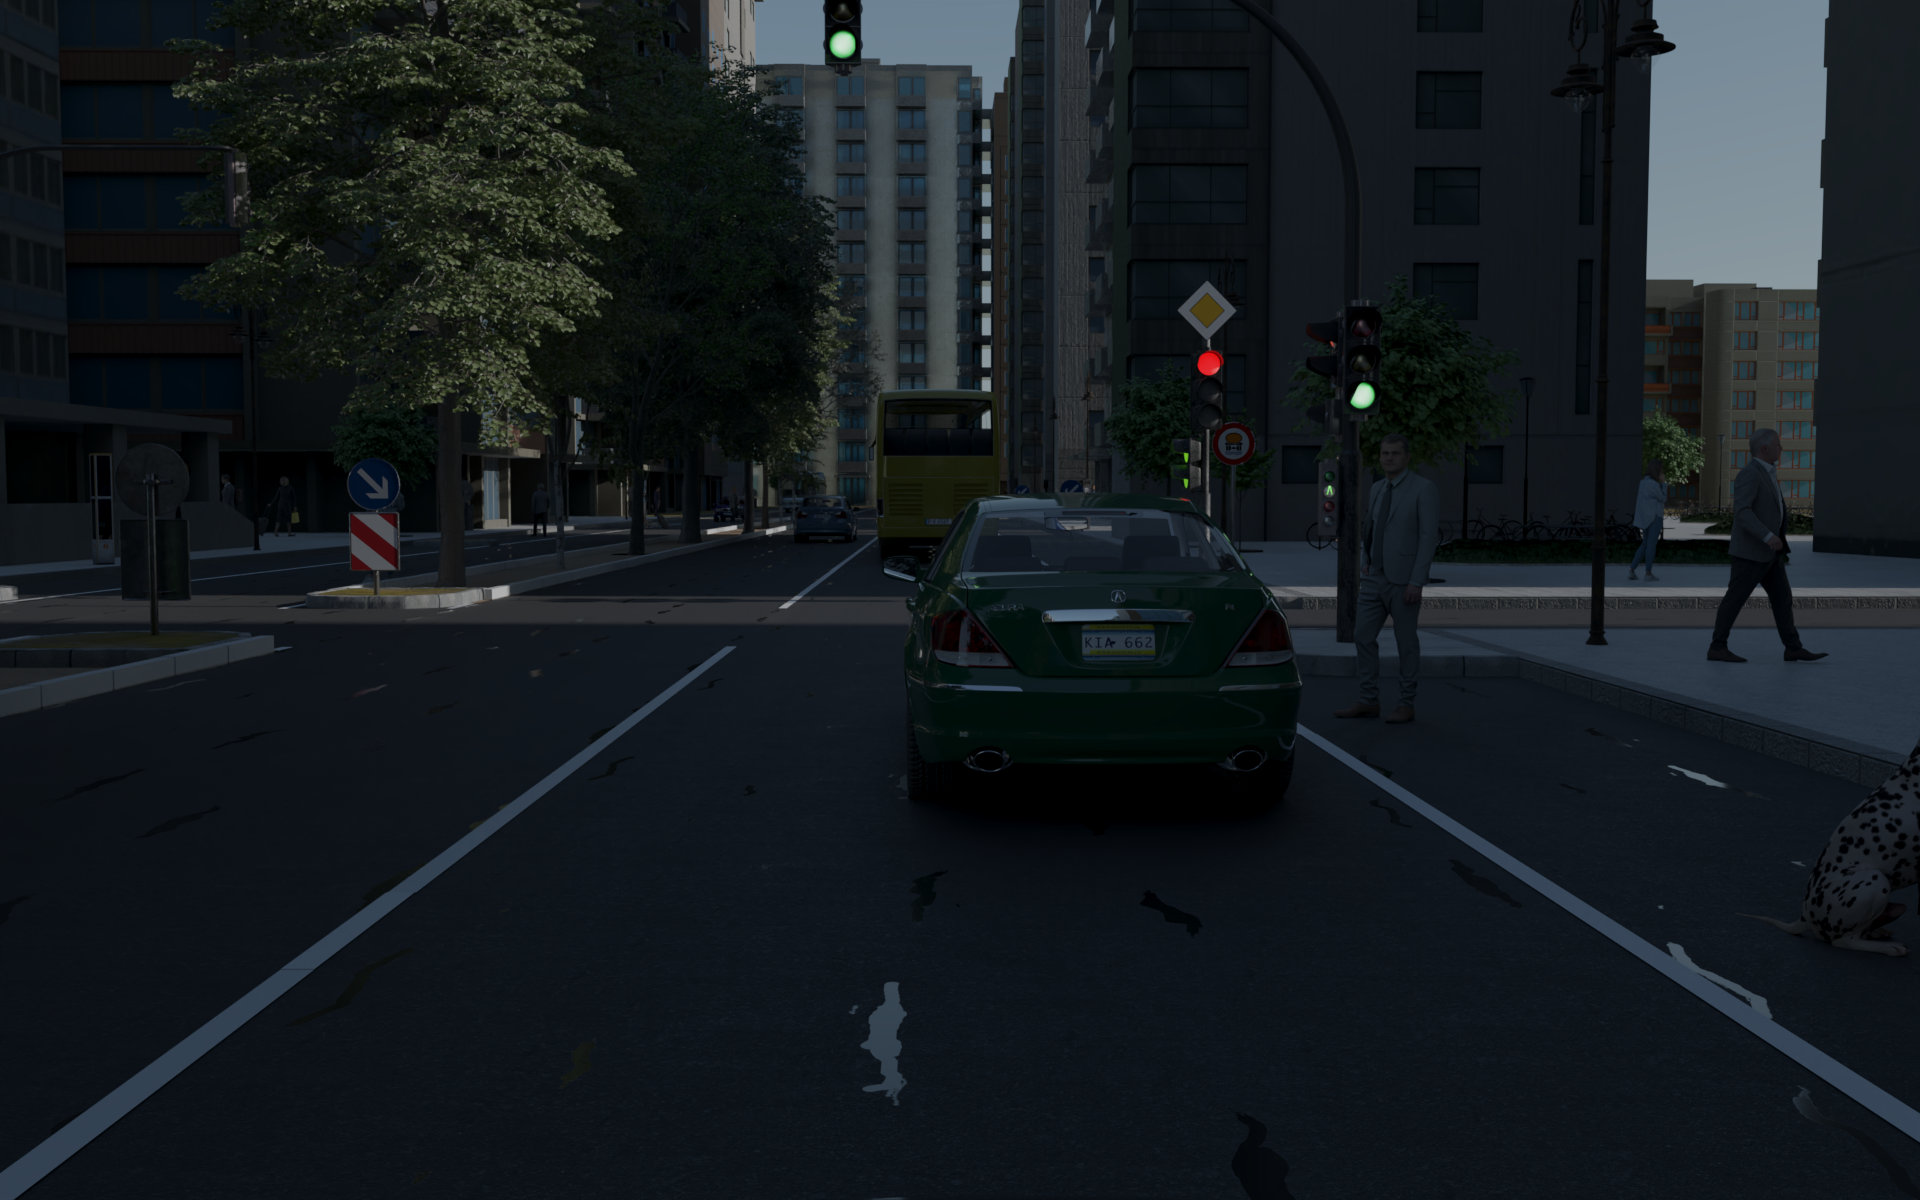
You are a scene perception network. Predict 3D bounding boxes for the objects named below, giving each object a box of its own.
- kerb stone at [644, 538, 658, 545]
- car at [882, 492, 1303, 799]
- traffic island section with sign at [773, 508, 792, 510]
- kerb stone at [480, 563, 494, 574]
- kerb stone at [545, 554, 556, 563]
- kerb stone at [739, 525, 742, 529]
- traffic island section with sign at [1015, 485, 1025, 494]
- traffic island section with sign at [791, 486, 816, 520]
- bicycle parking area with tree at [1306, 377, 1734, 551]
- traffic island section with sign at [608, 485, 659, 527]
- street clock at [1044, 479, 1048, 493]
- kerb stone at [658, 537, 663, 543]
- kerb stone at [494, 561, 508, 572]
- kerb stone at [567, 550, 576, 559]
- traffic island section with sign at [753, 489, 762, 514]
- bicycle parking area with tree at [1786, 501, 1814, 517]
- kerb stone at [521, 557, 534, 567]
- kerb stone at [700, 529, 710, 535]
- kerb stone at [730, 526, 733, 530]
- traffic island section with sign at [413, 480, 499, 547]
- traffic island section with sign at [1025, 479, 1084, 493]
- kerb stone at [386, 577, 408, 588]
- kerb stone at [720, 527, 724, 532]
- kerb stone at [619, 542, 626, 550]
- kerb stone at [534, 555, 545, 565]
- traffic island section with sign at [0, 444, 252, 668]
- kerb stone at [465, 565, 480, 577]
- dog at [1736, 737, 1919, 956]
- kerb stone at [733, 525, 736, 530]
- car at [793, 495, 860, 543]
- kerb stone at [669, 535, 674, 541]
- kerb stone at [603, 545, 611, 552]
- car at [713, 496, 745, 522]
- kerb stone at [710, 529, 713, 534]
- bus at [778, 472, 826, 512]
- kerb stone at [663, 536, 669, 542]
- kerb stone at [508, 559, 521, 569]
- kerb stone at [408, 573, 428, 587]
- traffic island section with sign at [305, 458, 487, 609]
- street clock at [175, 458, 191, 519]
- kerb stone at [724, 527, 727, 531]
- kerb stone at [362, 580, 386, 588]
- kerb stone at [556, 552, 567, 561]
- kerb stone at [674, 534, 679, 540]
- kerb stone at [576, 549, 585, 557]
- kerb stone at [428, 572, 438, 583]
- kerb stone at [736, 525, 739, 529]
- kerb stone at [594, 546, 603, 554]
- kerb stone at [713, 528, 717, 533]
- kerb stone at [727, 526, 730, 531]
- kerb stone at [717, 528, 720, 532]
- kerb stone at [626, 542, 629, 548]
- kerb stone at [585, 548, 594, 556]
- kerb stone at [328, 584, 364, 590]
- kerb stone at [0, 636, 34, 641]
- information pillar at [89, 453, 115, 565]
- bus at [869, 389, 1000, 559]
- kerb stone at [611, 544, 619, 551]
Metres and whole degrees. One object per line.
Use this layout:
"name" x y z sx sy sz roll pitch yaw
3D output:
"kerb stone" -8.850 -1.672 49.527 0.120 0.150 1.000 0 4 -1
"car" 0.620 0.135 9.594 2.131 1.459 4.920 0 4 -1
"traffic island section with sign" -15.367 -8.791 152.361 1.989 1.847 2.006 0 4 -1
"kerb stone" -8.597 -0.543 31.073 0.120 0.150 1.000 0 4 -1
"kerb stone" -8.670 -0.855 36.214 0.120 0.150 1.000 0 4 -1
"kerb stone" -9.161 -2.984 71.051 0.120 0.150 1.000 0 4 -1
"traffic island section with sign" 2.549 -4.044 74.741 1.989 1.847 2.006 0 4 -1
"traffic island section with sign" -8.474 -5.476 97.666 2.006 1.907 1.989 0 4 -1
"bicycle parking area with tree" 12.478 -3.280 40.625 8.231 4.147 9.016 -3 5 -44
"traffic island section with sign" -14.292 -4.119 75.965 1.989 1.847 2.006 0 4 -1
"street clock" 4.263 -4.977 85.941 0.358 2.002 0.471 0 4 1
"kerb stone" -8.869 -1.734 50.553 0.120 0.150 1.000 0 4 -1
"kerb stone" -8.616 -0.605 32.095 0.120 0.150 1.000 0 4 -1
"kerb stone" -8.701 -0.982 38.258 0.120 0.150 1.000 0 4 -1
"traffic island section with sign" -14.979 -7.143 125.409 1.989 1.847 2.006 0 4 -1
"bicycle parking area with tree" 38.613 -6.021 85.442 8.231 4.147 9.016 -2 4 -33
"kerb stone" -8.635 -0.728 34.163 0.120 0.150 1.000 0 4 -1
"kerb stone" -9.008 -2.361 60.799 0.120 0.150 1.000 0 4 -1
"kerb stone" -9.113 -2.795 67.974 0.120 0.150 1.000 0 4 -1
"traffic island section with sign" -13.898 -2.408 47.995 1.989 1.847 2.006 0 4 -1
"traffic island section with sign" 2.914 -2.395 47.788 1.989 1.847 2.006 0 4 -1
"kerb stone" -8.520 -0.230 25.953 0.120 0.150 1.000 0 4 -1
"kerb stone" -9.064 -2.612 64.902 0.120 0.150 1.000 0 4 -1
"kerb stone" -8.777 -1.357 44.404 0.120 0.150 1.000 0 4 -1
"kerb stone" -8.657 -0.791 35.185 0.120 0.150 1.000 0 4 -1
"traffic island section with sign" -7.318 -0.428 15.128 2.006 1.907 1.989 0 4 -1
"kerb stone" -8.573 -0.479 30.048 0.120 0.150 1.000 0 4 -1
"dog" 2.922 0.687 5.609 0.513 0.831 0.800 -3 5 -41
"kerb stone" -9.125 -2.863 69.007 0.120 0.150 1.000 0 4 -1
"car" -4.053 -2.474 52.448 2.014 1.417 4.499 0 4 -1
"kerb stone" -8.897 -1.855 52.607 0.120 0.150 1.000 0 4 -1
"kerb stone" -8.751 -1.227 42.353 0.120 0.150 1.000 0 4 -1
"car" -11.715 -4.714 89.655 1.945 1.354 3.894 0 3 0
"kerb stone" -9.022 -2.424 61.825 0.120 0.150 1.000 0 4 -1
"bus" -12.402 -8.736 137.694 2.948 3.499 13.247 0 4 0
"kerb stone" -8.881 -1.795 51.582 0.120 0.150 1.000 0 4 -1
"kerb stone" -8.627 -0.668 33.125 0.120 0.150 1.000 0 4 -1
"kerb stone" -8.536 -0.288 26.980 0.120 0.150 1.000 0 4 -1
"traffic island section with sign" -7.412 -0.881 22.535 2.006 1.907 1.989 0 4 -1
"street clock" -15.657 -1.842 34.691 0.358 2.002 0.471 1 4 22
"kerb stone" -9.091 -2.675 65.924 0.120 0.150 1.000 0 4 -1
"kerb stone" -8.512 -0.167 24.931 0.120 0.150 1.000 0 4 -1
"kerb stone" -8.682 -0.913 37.236 0.120 0.150 1.000 0 4 -1
"kerb stone" -8.912 -1.923 53.629 0.120 0.150 1.000 0 4 -1
"kerb stone" -8.717 -1.045 39.281 0.120 0.150 1.000 0 4 -1
"kerb stone" -8.550 -0.355 28.004 0.120 0.150 1.000 0 4 -1
"kerb stone" -9.149 -2.926 70.029 0.120 0.150 1.000 0 4 -1
"kerb stone" -8.731 -1.170 41.329 0.120 0.150 1.000 0 4 -1
"kerb stone" -9.042 -2.485 62.847 0.120 0.150 1.000 0 4 -1
"kerb stone" -9.093 -2.737 66.946 0.120 0.150 1.000 0 4 -1
"kerb stone" -9.053 -2.549 63.879 0.120 0.150 1.000 0 4 -1
"kerb stone" -8.796 -1.421 45.433 0.120 0.150 1.000 0 4 -1
"kerb stone" -8.725 -1.106 40.303 0.120 0.150 1.000 0 4 -1
"kerb stone" -8.491 -0.097 23.909 0.120 0.150 1.000 0 4 -1
"kerb stone" -8.381 0.429 15.179 0.120 0.150 1.000 0 4 -1
"information pillar" -15.554 -1.646 31.405 0.304 2.012 0.304 -3 5 -43
"bus" -0.734 -3.033 41.130 2.896 3.916 12.252 0 4 -3
"kerb stone" -8.770 -1.296 43.382 0.120 0.150 1.000 0 4 -1
